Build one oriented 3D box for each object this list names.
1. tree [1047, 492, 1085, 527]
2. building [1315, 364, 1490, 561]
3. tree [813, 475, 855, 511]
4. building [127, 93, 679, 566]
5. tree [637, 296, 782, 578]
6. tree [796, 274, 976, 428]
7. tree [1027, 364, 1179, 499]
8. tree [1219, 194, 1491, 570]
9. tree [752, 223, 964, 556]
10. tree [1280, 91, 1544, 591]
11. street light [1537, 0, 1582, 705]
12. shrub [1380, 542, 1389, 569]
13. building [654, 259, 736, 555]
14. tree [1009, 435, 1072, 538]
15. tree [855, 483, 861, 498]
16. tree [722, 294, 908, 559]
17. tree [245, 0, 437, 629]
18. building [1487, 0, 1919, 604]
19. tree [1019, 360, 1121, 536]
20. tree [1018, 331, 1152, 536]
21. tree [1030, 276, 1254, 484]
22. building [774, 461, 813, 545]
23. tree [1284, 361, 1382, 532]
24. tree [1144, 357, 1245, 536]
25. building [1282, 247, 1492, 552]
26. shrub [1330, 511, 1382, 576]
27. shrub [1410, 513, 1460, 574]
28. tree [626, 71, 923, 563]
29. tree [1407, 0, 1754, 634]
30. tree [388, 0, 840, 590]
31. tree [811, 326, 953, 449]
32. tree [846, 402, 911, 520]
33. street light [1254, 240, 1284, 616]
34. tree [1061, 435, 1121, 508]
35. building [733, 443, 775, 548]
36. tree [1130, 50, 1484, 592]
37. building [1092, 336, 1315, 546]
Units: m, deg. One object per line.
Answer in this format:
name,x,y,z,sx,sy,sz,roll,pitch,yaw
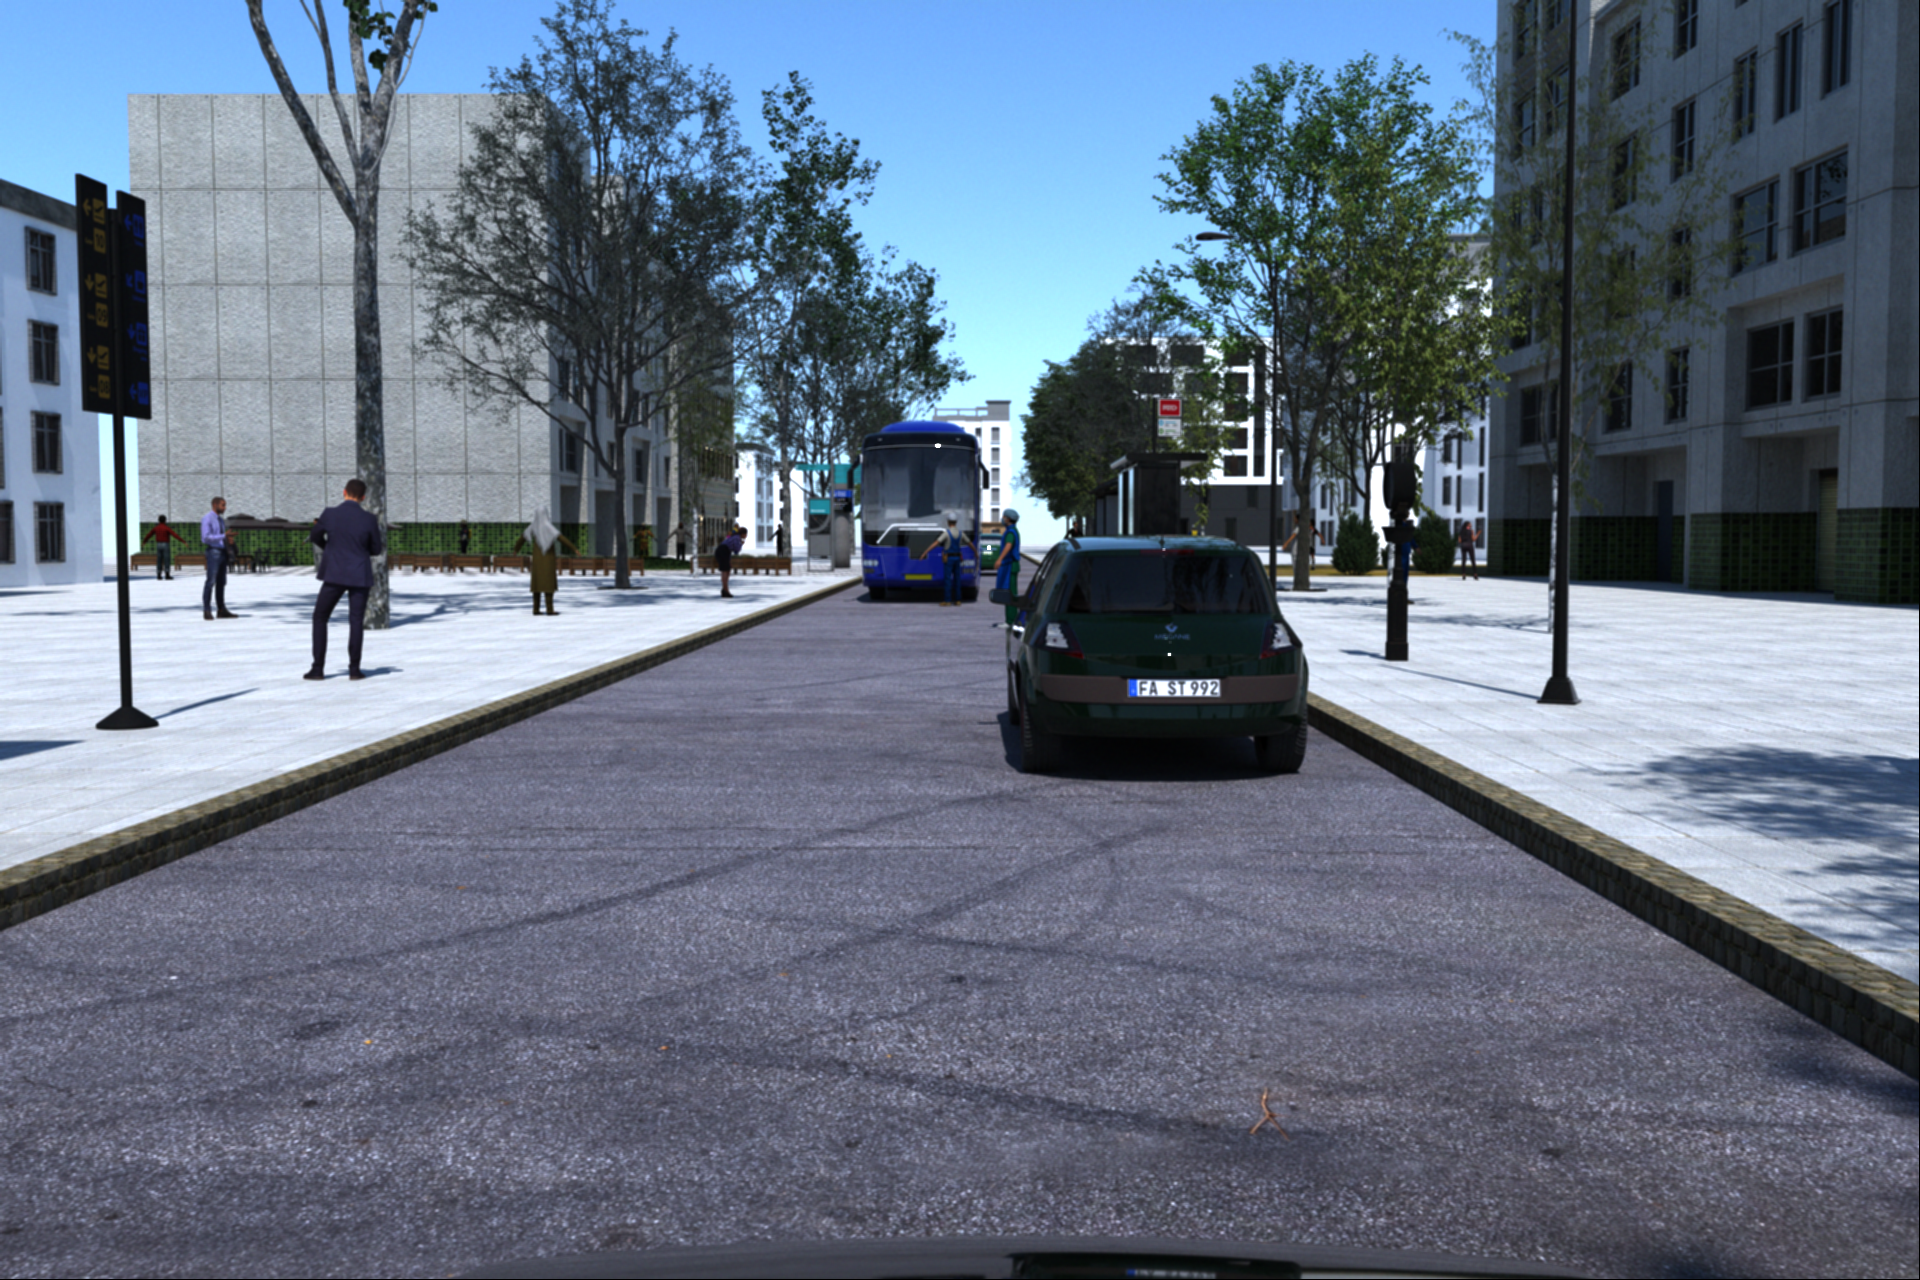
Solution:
tree,8.903,-11.401,136.762,4.737,8.622,4.395,0,3,0
building,26.320,-9.266,93.641,9.099,9.664,28.070,0,4,1
tree,-18.384,-19.038,245.688,7.601,10.594,8.767,-1,4,-9
building,-24.932,-13.405,85.630,16.747,18.905,31.486,0,4,0
tree,-7.868,-6.086,49.871,4.360,8.622,3.978,0,3,0
tree,-4.618,-16.445,124.766,12.611,20.169,13.585,0,3,0
tree,8.118,-9.791,94.493,8.767,10.594,7.601,0,4,-7
tree,14.501,-9.262,61.803,12.009,13.543,11.850,0,3,0
tree,-6.084,-15.182,104.117,12.611,20.169,13.585,0,3,0
tree,7.696,-4.849,29.637,4.737,8.622,4.395,0,3,0
street light,5.101,-2.474,12.989,1.470,5.913,1.316,0,4,0
shrub,15.670,-3.149,62.599,1.383,1.207,1.383,0,3,0
building,-25.437,-17.356,114.705,19.493,23.208,18.063,0,4,0
tree,9.634,-14.854,153.229,12.009,13.543,11.850,0,3,0
tree,-6.281,-11.425,137.168,4.737,8.622,4.395,0,3,0
tree,-7.166,-10.937,89.184,12.009,13.543,11.850,0,3,0
tree,-9.411,-10.211,22.841,12.611,20.169,13.585,0,3,0
building,25.228,-10.580,39.439,16.747,18.905,31.486,0,4,0
tree,8.790,-13.386,125.513,9.857,13.997,8.962,0,3,0
tree,8.161,-12.461,110.396,9.857,13.997,8.962,0,3,0
tree,8.557,-10.443,81.117,12.009,13.543,11.850,0,3,0
building,-22.562,-16.608,213.687,9.099,9.664,28.070,0,3,0
tree,15.865,-7.375,70.941,4.360,8.622,3.978,0,3,0
tree,9.783,-7.391,71.209,4.737,8.622,4.395,0,3,0
building,27.981,-16.192,121.152,16.016,20.090,11.380,0,4,1
shrub,12.211,-2.999,53.454,1.690,2.028,1.600,0,3,0
shrub,15.086,-3.109,55.254,1.690,2.028,1.600,0,3,0
tree,-8.058,-13.315,73.586,12.611,20.169,13.585,0,3,0
tree,7.442,-4.391,22.147,4.360,8.622,3.978,0,3,0
tree,-7.984,-7.916,39.804,12.009,13.543,11.850,0,3,0
tree,-7.561,-18.496,158.298,12.611,20.169,13.585,0,3,0
tree,-6.426,-13.928,145.846,7.486,12.596,7.792,0,3,0
street light,5.404,-3.317,26.768,1.470,5.913,1.316,0,4,1
tree,8.073,-9.271,101.950,4.737,8.622,4.395,0,3,0
building,-22.962,-14.125,173.092,9.099,9.664,28.070,0,4,1
tree,7.643,-6.887,38.362,9.928,11.665,9.643,0,3,0
building,28.702,-21.498,195.471,27.936,21.610,32.646,0,4,1
